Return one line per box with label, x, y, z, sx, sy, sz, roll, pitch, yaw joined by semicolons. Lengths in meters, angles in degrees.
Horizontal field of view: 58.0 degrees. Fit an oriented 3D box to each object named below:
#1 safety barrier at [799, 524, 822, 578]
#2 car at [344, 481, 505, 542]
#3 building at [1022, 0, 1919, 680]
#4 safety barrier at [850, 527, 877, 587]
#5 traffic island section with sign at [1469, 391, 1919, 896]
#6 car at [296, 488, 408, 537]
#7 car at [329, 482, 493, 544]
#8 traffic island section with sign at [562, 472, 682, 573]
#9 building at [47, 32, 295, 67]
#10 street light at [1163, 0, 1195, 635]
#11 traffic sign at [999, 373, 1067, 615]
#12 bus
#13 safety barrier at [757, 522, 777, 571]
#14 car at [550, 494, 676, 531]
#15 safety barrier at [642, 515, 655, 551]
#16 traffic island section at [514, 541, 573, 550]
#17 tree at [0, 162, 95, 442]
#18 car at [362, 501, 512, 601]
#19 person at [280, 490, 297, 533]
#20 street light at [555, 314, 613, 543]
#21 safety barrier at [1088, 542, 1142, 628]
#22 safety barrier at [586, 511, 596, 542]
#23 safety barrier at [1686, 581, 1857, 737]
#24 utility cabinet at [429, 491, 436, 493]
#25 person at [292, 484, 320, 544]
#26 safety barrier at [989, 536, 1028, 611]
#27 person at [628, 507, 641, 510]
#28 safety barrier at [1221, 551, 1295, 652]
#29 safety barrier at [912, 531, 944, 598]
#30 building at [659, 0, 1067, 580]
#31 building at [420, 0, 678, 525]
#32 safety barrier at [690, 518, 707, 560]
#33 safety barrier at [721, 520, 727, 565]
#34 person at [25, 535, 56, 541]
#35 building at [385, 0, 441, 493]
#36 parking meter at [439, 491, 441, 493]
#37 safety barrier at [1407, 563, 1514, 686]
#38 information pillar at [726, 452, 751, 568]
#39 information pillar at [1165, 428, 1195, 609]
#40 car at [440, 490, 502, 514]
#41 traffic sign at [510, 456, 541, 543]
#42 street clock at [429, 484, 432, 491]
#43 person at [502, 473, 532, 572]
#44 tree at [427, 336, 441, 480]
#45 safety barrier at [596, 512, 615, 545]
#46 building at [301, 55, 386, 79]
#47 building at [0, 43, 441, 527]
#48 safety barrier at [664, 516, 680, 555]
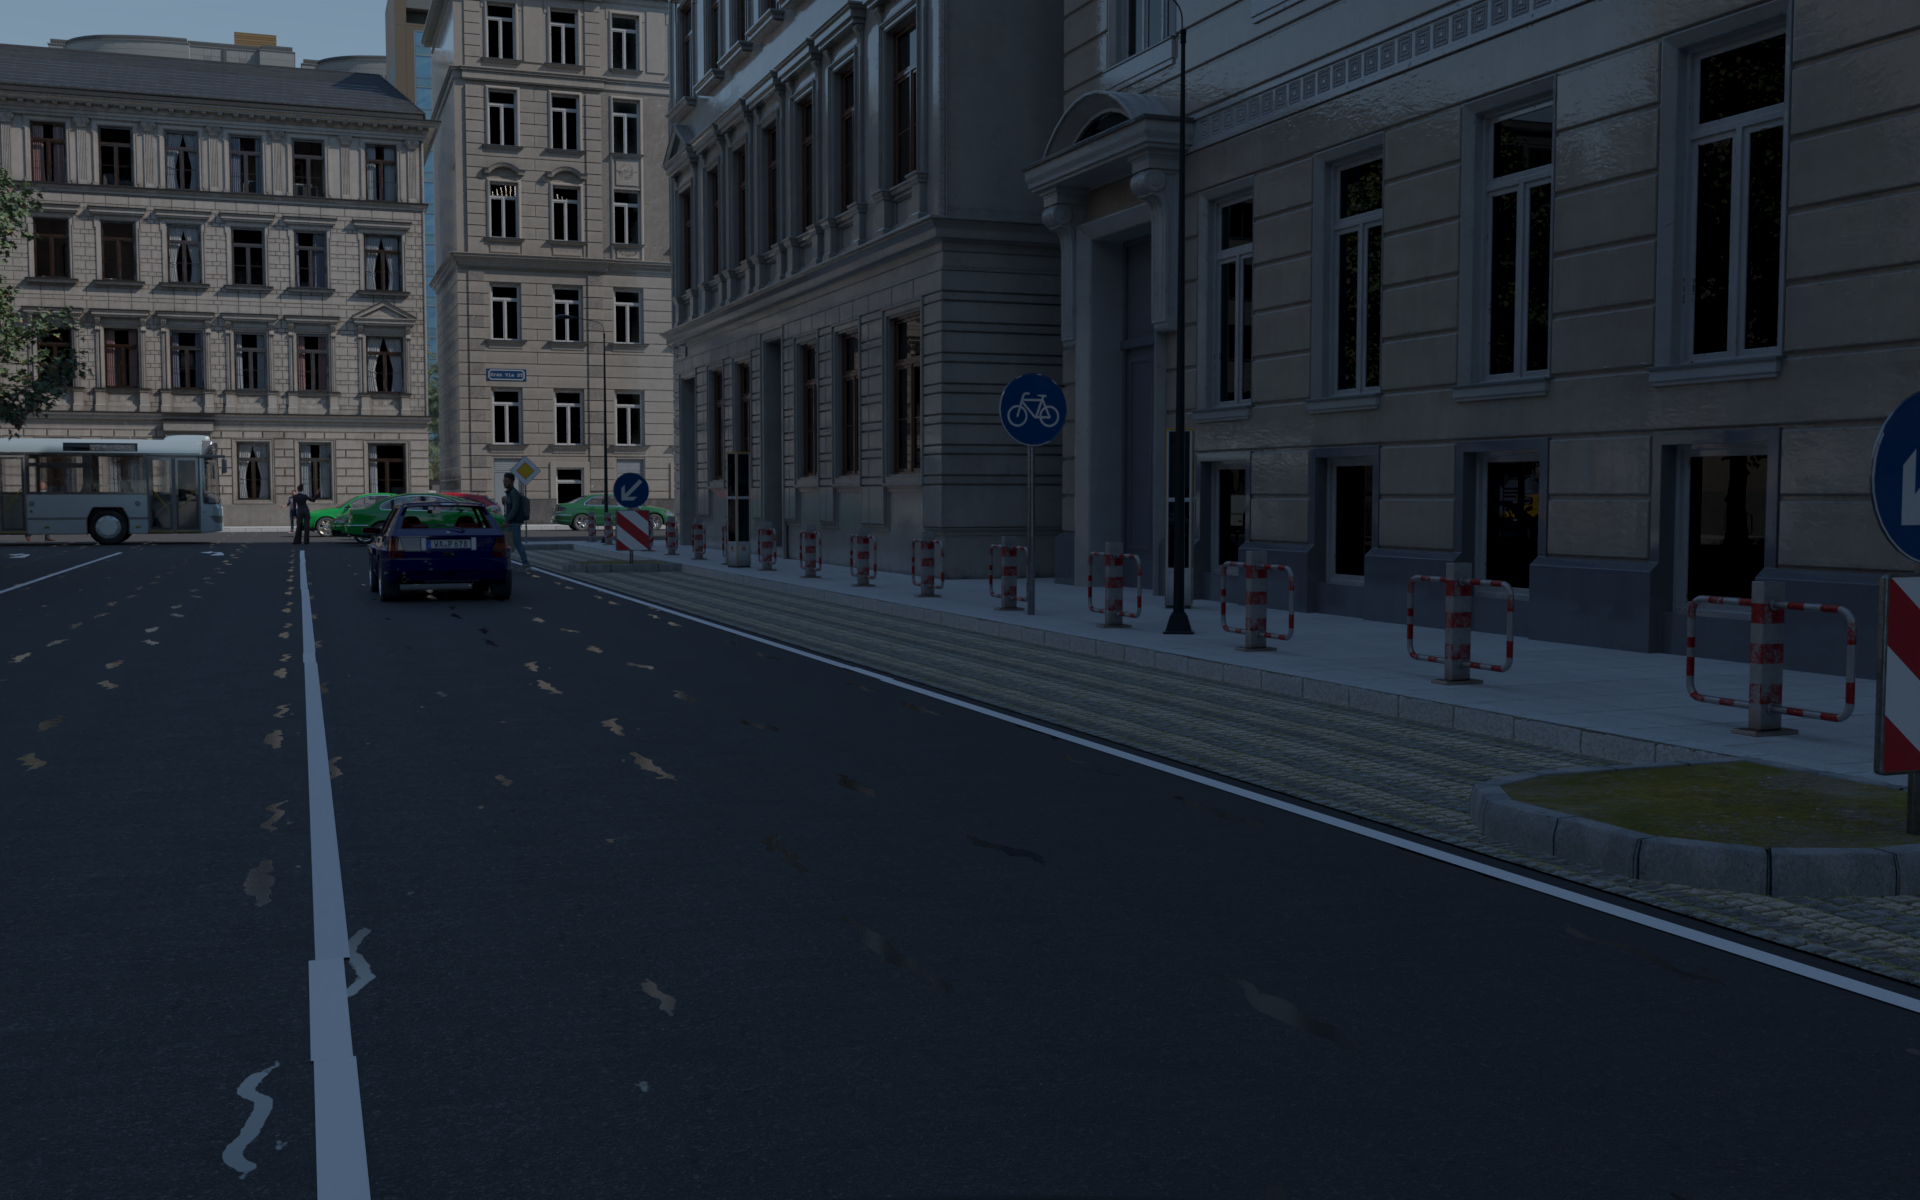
safety barrier;-2.288;-0.747;26.482;0.300;0.817;1.120;-1;4;-21
car;-14.826;-2.442;48.721;4.718;1.807;1.959;-1;4;-19
building;10.633;-14.142;17.123;13.634;28.700;20.117;-1;4;-21
safety barrier;-1.344;-0.596;24.023;0.300;0.817;1.120;-1;4;-21
traffic island section with sign;3.259;0.092;7.122;1.989;1.847;2.006;-1;4;-21
car;-20.037;-3.058;58.800;4.718;1.807;1.959;-1;4;-20
car;-16.053;-2.577;50.935;4.718;1.807;1.959;-1;4;-19
traffic island section with sign;-6.366;-1.448;32.307;1.989;1.847;2.006;-1;4;-21
building;-99.521;-41.567;221.626;28.212;58.520;21.231;-1;4;-21
street light;1.506;-2.633;15.587;1.470;5.913;1.316;-1;4;-21
traffic sign;0.757;-1.115;18.329;0.768;2.556;0.104;-1;4;-19
bus;-26.943;-3.284;48.560;13.247;3.499;2.948;-1;4;-22
safety barrier;-3.227;-0.897;28.949;0.300;0.817;1.120;-1;4;-21
car;-13.726;-3.478;68.666;4.920;1.459;2.131;-1;4;-20
safety barrier;-6.995;-1.500;38.801;0.300;0.817;1.120;-1;4;-21
traffic island section;-11.318;-1.407;45.293;2.009;0.180;2.903;-1;4;-21
tree;-22.943;-7.044;34.636;9.611;12.733;9.660;0;3;0
car;-7.447;-0.738;24.642;1.945;1.354;3.894;-1;4;-22
person;-24.567;-3.270;63.916;0.963;1.587;0.435;-1;4;-9
street light;-9.783;-4.438;45.106;1.470;5.913;1.316;-1;4;-21
safety barrier;1.479;-0.144;16.629;0.300;0.817;1.120;-1;4;-21
safety barrier;-9.817;-1.952;46.196;0.300;0.817;1.120;-1;4;-21
safety barrier;4.303;0.308;9.240;0.300;0.817;1.120;-1;4;-21
utility cabinet;-32.999;-6.069;107.902;0.318;1.500;1.173;0;4;6
person;-18.709;-2.462;49.551;0.742;1.727;0.445;-3;5;-43
safety barrier;0.542;-0.295;19.095;0.300;0.817;1.120;-1;4;-21
person;-10.802;-2.856;57.159;0.435;1.587;0.963;0;4;-2
safety barrier;2.422;0.007;14.160;0.300;0.817;1.120;-1;4;-21
safety barrier;-0.404;-0.445;21.553;0.300;0.817;1.120;-1;4;-21
building;0.925;-12.227;36.071;11.583;22.565;21.152;-1;4;-21
building;-11.329;-17.312;80.314;25.104;27.353;12.463;-1;4;-21
safety barrier;-5.111;-1.198;33.869;0.300;0.817;1.120;-1;4;-21
safety barrier;-4.171;-1.048;31.408;0.300;0.817;1.120;-1;4;-21
person;-27.889;-2.694;52.458;0.836;1.842;0.656;-2;4;-24
building;-41.312;-30.487;148.573;14.600;45.320;14.200;-1;4;-21
parking meter;-28.581;-5.515;95.876;0.255;1.863;0.399;2;4;35
safety barrier;3.365;0.157;11.701;0.300;0.817;1.120;-1;4;-21
information pillar;-3.857;-1.572;30.188;0.304;2.012;0.304;-3;5;-42
information pillar;2.468;-0.915;19.447;0.304;2.012;0.304;1;4;12
car;-16.706;-2.796;54.762;4.494;1.783;2.155;-1;4;-20
traffic sign;-11.337;-2.542;45.208;0.795;2.450;0.064;-1;4;-21
street clock;-36.682;-7.035;119.594;0.471;2.002;0.358;1;4;13
person;-8.251;-1.429;31.849;0.713;1.824;0.794;0;4;-6
tree;-41.836;-13.849;133.084;9.857;13.997;8.962;0;3;0
safety barrier;-8.873;-1.801;43.726;0.300;0.817;1.120;-1;4;-21
building;-72.431;-42.173;231.525;28.212;58.520;21.231;-1;4;-21
building;-31.736;-12.654;71.520;19.286;19.102;10.561;-1;4;-21
safety barrier;-6.049;-1.349;36.330;0.300;0.817;1.120;-1;4;-21
